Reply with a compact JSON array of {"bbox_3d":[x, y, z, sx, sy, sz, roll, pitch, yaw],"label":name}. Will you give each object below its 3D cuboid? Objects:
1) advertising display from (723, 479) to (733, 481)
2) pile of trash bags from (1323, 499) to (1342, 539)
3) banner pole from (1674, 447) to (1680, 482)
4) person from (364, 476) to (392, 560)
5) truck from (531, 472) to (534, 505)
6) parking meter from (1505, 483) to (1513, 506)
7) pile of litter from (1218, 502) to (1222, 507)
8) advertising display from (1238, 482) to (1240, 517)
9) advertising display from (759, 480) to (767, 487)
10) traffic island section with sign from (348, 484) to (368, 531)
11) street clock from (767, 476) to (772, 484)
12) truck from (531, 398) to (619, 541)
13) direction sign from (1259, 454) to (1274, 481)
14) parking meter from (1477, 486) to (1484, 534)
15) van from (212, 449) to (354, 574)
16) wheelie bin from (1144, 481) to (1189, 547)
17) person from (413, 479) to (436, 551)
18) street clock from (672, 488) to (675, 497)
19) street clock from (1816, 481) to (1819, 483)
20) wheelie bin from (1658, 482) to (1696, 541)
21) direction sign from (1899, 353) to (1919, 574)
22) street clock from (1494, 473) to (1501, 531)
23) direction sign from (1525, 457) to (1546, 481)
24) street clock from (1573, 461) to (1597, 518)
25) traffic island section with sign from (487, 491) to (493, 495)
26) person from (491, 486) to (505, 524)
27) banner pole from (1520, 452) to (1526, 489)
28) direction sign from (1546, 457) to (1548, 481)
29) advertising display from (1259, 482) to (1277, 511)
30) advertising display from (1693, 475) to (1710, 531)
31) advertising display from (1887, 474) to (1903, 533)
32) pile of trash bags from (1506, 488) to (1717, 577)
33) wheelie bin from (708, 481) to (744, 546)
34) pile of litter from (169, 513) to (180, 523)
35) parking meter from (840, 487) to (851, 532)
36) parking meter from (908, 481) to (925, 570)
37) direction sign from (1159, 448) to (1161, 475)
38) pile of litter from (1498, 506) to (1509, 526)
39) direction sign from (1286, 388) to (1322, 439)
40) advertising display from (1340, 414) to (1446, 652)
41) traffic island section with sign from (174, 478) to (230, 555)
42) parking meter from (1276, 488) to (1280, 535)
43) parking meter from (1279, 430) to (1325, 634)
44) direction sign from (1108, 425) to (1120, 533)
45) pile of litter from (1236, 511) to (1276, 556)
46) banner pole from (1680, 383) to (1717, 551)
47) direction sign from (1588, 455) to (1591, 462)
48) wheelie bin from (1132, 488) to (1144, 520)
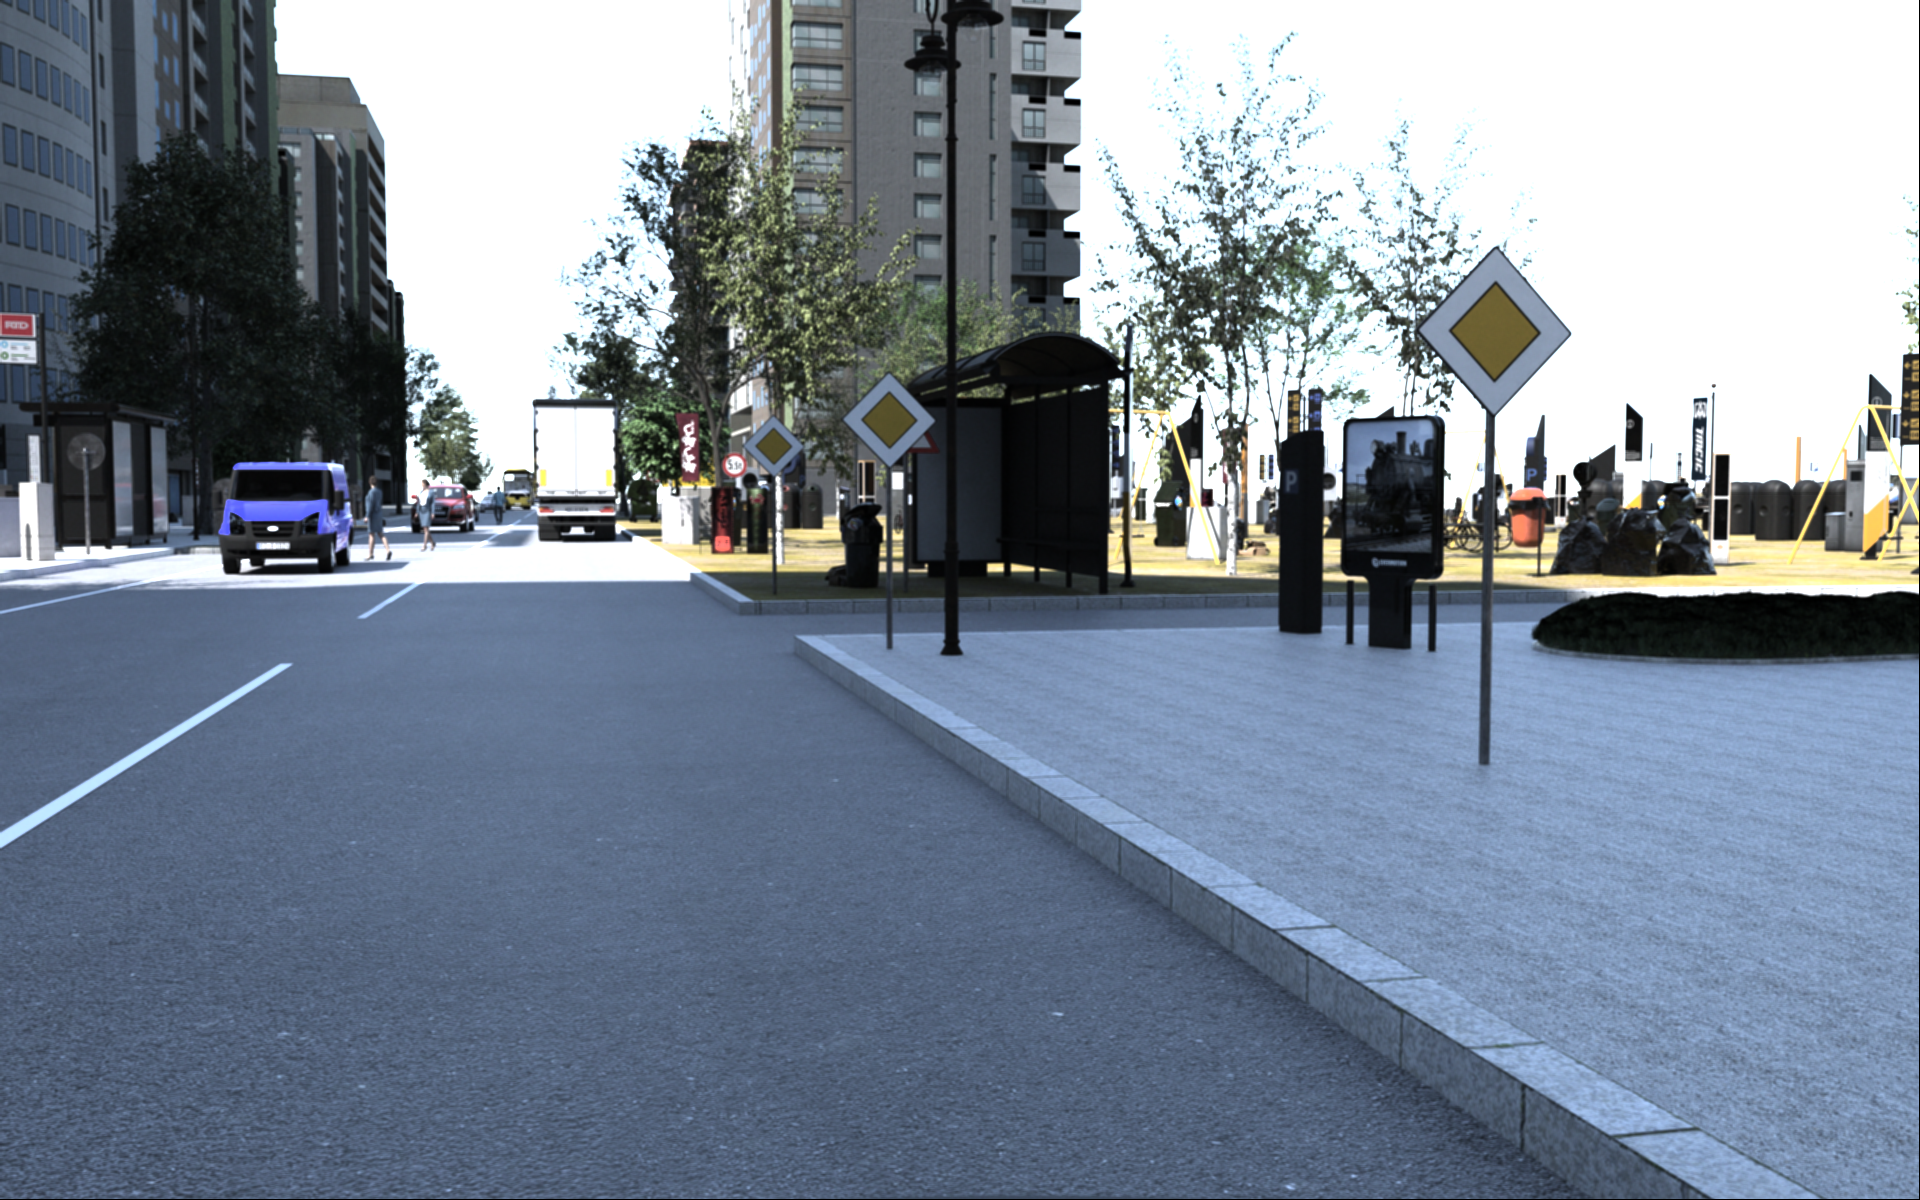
[{"bbox_3d":[-9.802,-4.233,74.425,0.974,1.923,0.123,-2,4,-24],"label":"advertising display"},{"bbox_3d":[11.806,-2.399,48.973,1.912,1.369,3.447,-1,4,-20],"label":"pile of trash bags"},{"bbox_3d":[37.765,-6.187,91.181,0.401,3.779,0.863,-1,4,-10],"label":"banner pole"},{"bbox_3d":[-12.577,-1.762,37.329,0.654,1.822,0.581,2,4,27],"label":"person"},{"bbox_3d":[-56.401,-14.383,224.068,2.839,4.237,11.283,-1,4,-12],"label":"truck"},{"bbox_3d":[28.525,-5.154,89.978,0.255,1.863,0.399,3,5,43],"label":"parking meter"},{"bbox_3d":[14.273,-5.070,96.860,1.719,0.858,1.176,3,5,41],"label":"pile of litter"},{"bbox_3d":[15.155,-5.523,95.521,0.123,1.923,0.974,3,4,37],"label":"advertising display"},{"bbox_3d":[-9.322,-4.653,81.293,0.974,1.923,0.123,3,5,40],"label":"advertising display"},{"bbox_3d":[-23.886,-3.655,68.390,1.989,1.847,2.006,-1,4,-13],"label":"traffic island section with sign"},{"bbox_3d":[-7.531,-3.996,69.899,0.471,2.002,0.358,2,4,25],"label":"street clock"},{"bbox_3d":[-12.455,-4.125,56.357,2.839,4.237,11.283,-1,4,-12],"label":"truck"},{"bbox_3d":[17.304,-6.472,97.815,0.876,3.537,0.379,2,4,26],"label":"direction sign"},{"bbox_3d":[18.140,-3.161,60.092,0.372,1.533,0.369,0,3,0],"label":"parking meter"},{"bbox_3d":[-12.762,-1.748,32.962,2.240,2.365,5.245,-1,4,-15],"label":"van"},{"bbox_3d":[5.152,-2.103,42.298,0.693,1.594,0.980,-3,5,-41],"label":"wheelie bin"},{"bbox_3d":[-13.434,-2.153,43.718,0.581,1.822,0.654,2,4,34],"label":"person"},{"bbox_3d":[-14.876,-5.190,89.430,0.471,2.002,0.358,-3,5,-39],"label":"street clock"},{"bbox_3d":[48.650,-5.753,98.632,0.471,2.002,0.358,0,4,0],"label":"street clock"},{"bbox_3d":[19.296,-2.363,46.543,0.980,1.594,0.693,0,4,-4],"label":"wheelie bin"},{"bbox_3d":[15.477,-2.183,27.696,0.379,3.537,0.876,-3,4,-39],"label":"direction sign"},{"bbox_3d":[18.740,-3.424,60.552,0.358,2.002,0.471,1,4,21],"label":"street clock"},{"bbox_3d":[30.070,-6.038,90.724,0.876,3.537,0.379,1,4,16],"label":"direction sign"},{"bbox_3d":[13.873,-2.075,38.496,0.471,2.002,0.358,3,5,44],"label":"street clock"},{"bbox_3d":[-53.568,-11.569,197.788,1.989,1.847,2.006,-1,4,-13],"label":"traffic island section with sign"},{"bbox_3d":[-21.795,-4.483,81.808,0.660,1.820,0.620,-3,4,-37],"label":"person"},{"bbox_3d":[33.554,-6.910,103.000,0.401,3.779,0.863,-3,5,-39],"label":"banner pole"},{"bbox_3d":[34.949,-6.871,104.344,0.876,3.537,0.379,0,4,-6],"label":"direction sign"},{"bbox_3d":[16.203,-5.254,91.117,0.974,1.923,0.123,3,4,38],"label":"advertising display"},{"bbox_3d":[25.881,-3.344,59.884,0.974,1.923,0.123,1,4,9],"label":"advertising display"},{"bbox_3d":[30.199,-3.130,56.389,0.974,1.923,0.123,0,4,-8],"label":"advertising display"},{"bbox_3d":[10.177,-1.088,27.543,3.447,1.369,1.912,-1,4,-22],"label":"pile of trash bags"},{"bbox_3d":[-5.782,-2.137,42.852,0.980,1.594,0.693,3,5,39],"label":"wheelie bin"},{"bbox_3d":[-35.729,-3.879,77.383,1.719,0.858,1.176,-3,5,-41],"label":"pile of litter"},{"bbox_3d":[-3.901,-3.082,58.794,0.372,1.533,0.369,0,3,0],"label":"parking meter"},{"bbox_3d":[-0.783,-1.295,29.579,0.372,1.533,0.369,0,3,0],"label":"parking meter"},{"bbox_3d":[10.064,-5.647,84.319,0.876,3.537,0.379,3,4,37],"label":"direction sign"},{"bbox_3d":[22.157,-3.371,69.080,1.719,0.858,1.176,-1,4,-16],"label":"pile of litter"},{"bbox_3d":[7.413,-2.775,37.364,0.876,3.537,0.379,3,5,44],"label":"direction sign"},{"bbox_3d":[3.593,-0.563,14.426,0.123,1.923,0.974,-3,4,-38],"label":"advertising display"},{"bbox_3d":[-17.862,-2.048,42.114,1.989,1.847,2.006,-1,4,-13],"label":"traffic island section with sign"},{"bbox_3d":[10.001,-2.772,53.734,0.372,1.533,0.369,0,3,0],"label":"parking meter"},{"bbox_3d":[3.157,-0.632,16.043,0.255,1.863,0.399,-2,4,-26],"label":"parking meter"},{"bbox_3d":[4.867,-3.943,56.468,0.876,3.537,0.379,-3,4,-36],"label":"direction sign"},{"bbox_3d":[6.049,-1.379,36.512,1.176,0.858,1.719,3,5,44],"label":"pile of litter"},{"bbox_3d":[16.861,-3.011,39.249,0.401,3.779,0.863,-1,4,-20],"label":"banner pole"},{"bbox_3d":[36.719,-6.672,101.081,0.379,3.537,0.876,2,4,27],"label":"direction sign"},{"bbox_3d":[8.811,-4.674,84.332,0.980,1.594,0.693,0,4,-6],"label":"wheelie bin"}]
